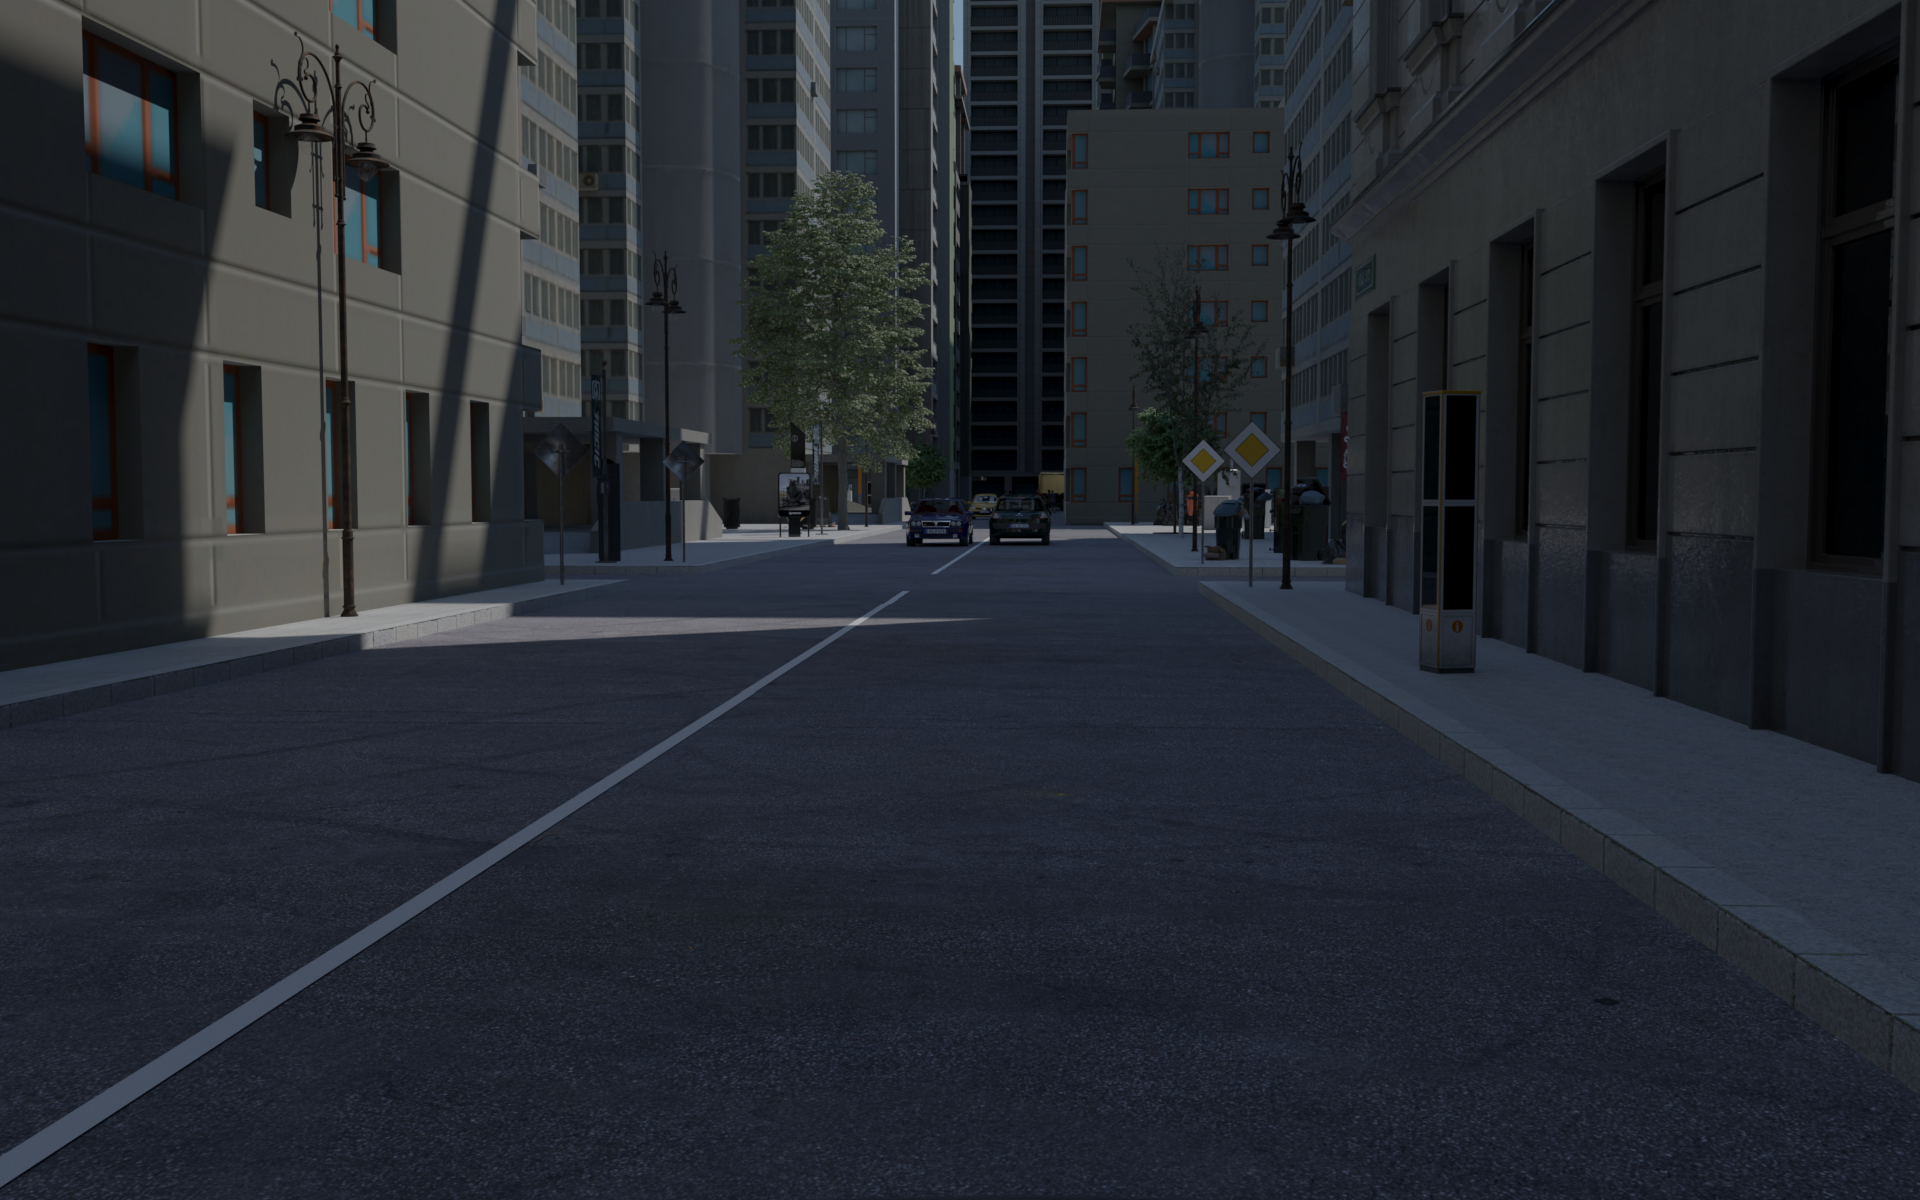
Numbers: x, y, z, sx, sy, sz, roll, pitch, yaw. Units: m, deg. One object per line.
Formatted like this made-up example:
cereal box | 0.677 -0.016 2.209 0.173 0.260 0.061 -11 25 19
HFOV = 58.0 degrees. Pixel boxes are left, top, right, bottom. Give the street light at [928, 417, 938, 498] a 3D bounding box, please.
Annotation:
street light | -1.602 -7.910 102.124 0.468 5.910 1.993 0 4 3

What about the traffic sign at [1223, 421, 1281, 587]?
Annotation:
traffic sign | 4.010 -1.236 23.848 0.795 2.450 0.064 0 4 3

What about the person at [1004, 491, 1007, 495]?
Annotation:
person | 4.418 -9.820 169.767 1.217 1.736 0.721 2 4 29

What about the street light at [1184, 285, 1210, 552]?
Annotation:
street light | 5.245 -4.021 38.523 0.468 5.910 1.993 0 4 3

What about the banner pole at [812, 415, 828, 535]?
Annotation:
banner pole | -4.490 -3.968 54.891 0.401 3.779 0.863 -2 4 -32

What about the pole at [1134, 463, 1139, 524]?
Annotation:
pole | 7.674 -4.975 75.179 0.158 3.312 0.155 0 3 0

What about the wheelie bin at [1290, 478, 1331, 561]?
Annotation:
wheelie bin | 6.711 -1.559 33.403 0.693 1.594 0.980 -2 4 -26

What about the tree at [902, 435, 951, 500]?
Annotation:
tree | -2.197 -6.884 96.259 4.285 4.588 4.351 0 3 0

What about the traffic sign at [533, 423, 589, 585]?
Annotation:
traffic sign | -5.618 -1.270 24.412 0.795 2.450 0.064 0 4 3

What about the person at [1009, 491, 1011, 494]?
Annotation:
person | 4.415 -8.630 150.279 0.721 1.739 1.217 -3 5 -43

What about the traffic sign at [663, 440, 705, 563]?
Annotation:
traffic sign | -5.166 -1.758 32.384 0.795 2.450 0.064 0 4 3

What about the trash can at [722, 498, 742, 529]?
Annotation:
trash can | -8.364 -3.170 63.482 0.748 1.137 0.748 0 3 0

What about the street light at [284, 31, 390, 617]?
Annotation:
street light | -6.398 -2.763 17.967 0.468 5.910 1.993 0 4 3

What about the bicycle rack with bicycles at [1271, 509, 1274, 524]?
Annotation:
bicycle rack with bicycles | 12.823 -3.789 75.325 2.852 0.926 2.925 -2 4 -29

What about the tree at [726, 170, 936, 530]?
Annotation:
tree | -4.599 -8.775 61.604 7.486 12.596 7.792 0 3 0

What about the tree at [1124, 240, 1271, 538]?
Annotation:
tree | 6.523 -6.093 49.981 4.360 8.622 3.978 0 3 0

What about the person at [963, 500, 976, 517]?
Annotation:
person | 0.164 -3.948 78.542 0.738 1.151 1.012 -2 4 -32

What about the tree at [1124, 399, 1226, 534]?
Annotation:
tree | 6.987 -4.441 56.320 4.285 4.588 4.351 0 3 0

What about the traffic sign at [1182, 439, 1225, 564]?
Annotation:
traffic sign | 4.462 -1.723 31.820 0.795 2.450 0.064 0 4 3

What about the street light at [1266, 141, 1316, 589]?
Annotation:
street light | 4.406 -3.084 23.212 0.468 5.910 1.993 0 4 3

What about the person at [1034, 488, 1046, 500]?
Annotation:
person | 5.480 -6.953 122.141 1.348 1.831 0.705 1 4 19

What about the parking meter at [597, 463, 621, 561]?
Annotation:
parking meter | -6.697 -1.670 33.017 0.399 1.863 0.255 2 4 29

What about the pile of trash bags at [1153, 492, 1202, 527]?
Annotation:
pile of trash bags | 9.008 -3.668 69.719 1.912 1.369 3.447 0 4 -7

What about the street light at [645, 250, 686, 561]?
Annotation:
street light | -5.593 -3.687 33.064 0.468 5.910 1.993 0 4 3

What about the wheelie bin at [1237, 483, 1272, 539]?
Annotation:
wheelie bin | 8.371 -2.523 49.157 0.980 1.594 0.693 0 4 3

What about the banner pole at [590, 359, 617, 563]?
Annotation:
banner pole | -6.645 -2.567 31.992 0.401 3.779 0.863 1 4 10

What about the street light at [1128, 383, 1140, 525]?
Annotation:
street light | 7.227 -6.083 72.244 0.468 5.910 1.993 0 4 3

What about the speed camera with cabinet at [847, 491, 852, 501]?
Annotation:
speed camera with cabinet | -6.826 -6.019 92.745 2.038 3.252 0.660 0 4 5

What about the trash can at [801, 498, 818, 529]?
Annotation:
trash can | -5.543 -3.147 63.099 0.748 1.137 0.748 0 3 0

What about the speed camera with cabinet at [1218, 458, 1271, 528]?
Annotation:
speed camera with cabinet | 10.721 -4.338 65.258 2.038 3.252 0.660 -1 4 -23

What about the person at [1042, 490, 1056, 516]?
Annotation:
person | 5.857 -6.470 115.006 1.217 1.735 0.721 -2 4 -27

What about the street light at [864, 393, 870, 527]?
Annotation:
street light | -3.641 -5.782 67.317 0.468 5.910 1.993 0 4 3

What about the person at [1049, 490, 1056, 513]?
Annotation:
person | 6.895 -7.333 129.307 0.541 1.710 0.530 1 4 16

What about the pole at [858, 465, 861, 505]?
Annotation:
pole | -5.618 -6.309 96.999 0.158 3.312 0.155 0 3 0
